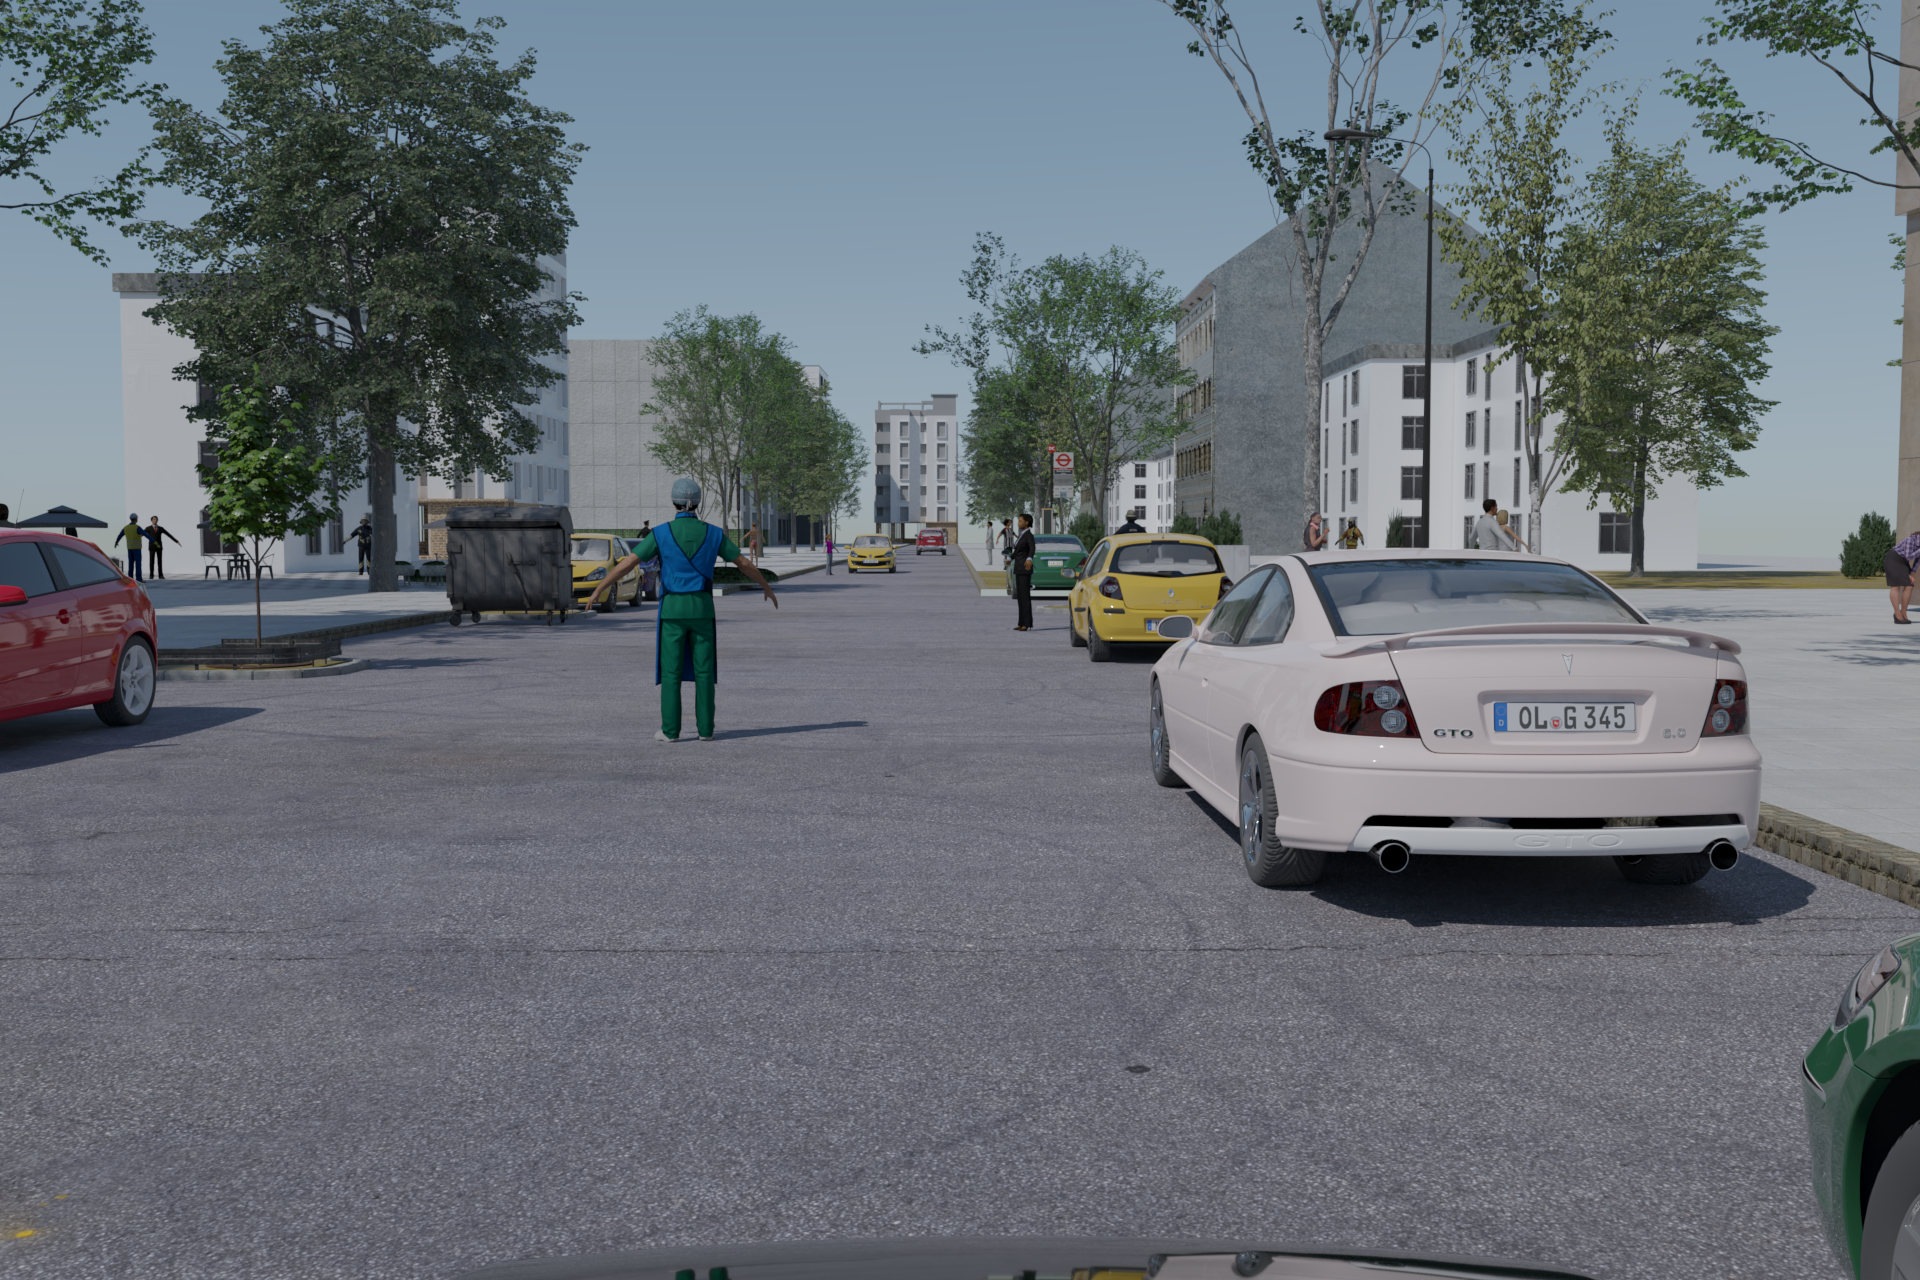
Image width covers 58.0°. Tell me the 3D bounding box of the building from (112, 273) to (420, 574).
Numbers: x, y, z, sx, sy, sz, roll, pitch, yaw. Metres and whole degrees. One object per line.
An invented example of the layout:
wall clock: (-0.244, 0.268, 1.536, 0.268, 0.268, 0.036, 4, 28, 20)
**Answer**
building: (-26.639, -7.810, 69.834, 9.099, 9.664, 28.070, 0, 4, -1)

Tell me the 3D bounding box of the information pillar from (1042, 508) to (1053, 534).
information pillar: (2.508, -2.772, 49.809, 0.304, 2.012, 0.304, 0, 4, -1)

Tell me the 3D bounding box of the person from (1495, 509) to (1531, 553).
person: (10.488, -1.629, 33.251, 0.721, 1.753, 1.214, -2, 4, -26)

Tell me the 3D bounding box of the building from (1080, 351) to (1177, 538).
building: (24.542, -23.196, 210.179, 19.493, 23.208, 18.063, 0, 4, 0)

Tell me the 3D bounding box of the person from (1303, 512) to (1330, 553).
person: (5.911, -1.289, 28.591, 0.415, 1.643, 0.593, -3, 5, -42)

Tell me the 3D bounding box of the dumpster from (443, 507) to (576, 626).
dumpster: (-7.094, -1.169, 27.332, 1.865, 1.857, 1.264, 0, 4, -1)

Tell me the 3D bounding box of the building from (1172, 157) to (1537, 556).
building: (24.125, -17.104, 110.571, 19.493, 23.208, 18.063, 0, 3, 0)

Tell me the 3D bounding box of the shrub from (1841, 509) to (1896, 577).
shrub: (27.443, -2.917, 52.116, 1.690, 2.028, 1.600, 0, 3, 0)

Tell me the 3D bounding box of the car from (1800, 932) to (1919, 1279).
car: (2.288, 0.667, 0.886, 2.131, 1.459, 4.920, 0, 4, -1)

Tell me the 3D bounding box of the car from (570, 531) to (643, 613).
car: (-7.156, -1.383, 32.829, 2.015, 1.641, 3.980, 0, 4, 0)

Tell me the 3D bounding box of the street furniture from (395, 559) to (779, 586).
street furniture: (-9.954, -1.755, 44.322, 10.072, 0.657, 5.734, 1, 4, 14)

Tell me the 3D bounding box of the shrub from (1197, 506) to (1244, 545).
shrub: (7.474, -2.773, 49.374, 1.661, 2.075, 1.752, 0, 3, 0)

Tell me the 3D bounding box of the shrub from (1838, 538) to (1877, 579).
shrub: (25.448, -2.325, 49.131, 1.383, 1.207, 1.383, 0, 3, 0)

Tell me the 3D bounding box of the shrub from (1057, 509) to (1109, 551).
shrub: (3.959, -3.121, 55.075, 1.661, 2.075, 1.752, 0, 3, 0)

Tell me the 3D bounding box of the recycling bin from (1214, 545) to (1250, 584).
recycling bin: (6.092, -1.607, 38.826, 0.722, 1.027, 0.722, 0, 4, 0)

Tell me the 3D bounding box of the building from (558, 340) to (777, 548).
building: (-28.358, -18.772, 173.383, 16.747, 18.905, 31.486, 0, 3, 0)

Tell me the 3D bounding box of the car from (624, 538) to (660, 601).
car: (-7.327, -1.572, 38.281, 1.945, 1.354, 3.894, 0, 4, 0)

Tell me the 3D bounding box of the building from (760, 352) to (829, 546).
building: (-30.951, -22.240, 207.597, 27.936, 21.610, 32.646, 0, 4, 0)

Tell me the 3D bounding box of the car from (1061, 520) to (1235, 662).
car: (2.268, -0.648, 20.822, 2.015, 1.641, 3.980, 0, 4, -1)

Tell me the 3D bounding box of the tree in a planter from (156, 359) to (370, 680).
tree in a planter: (-7.281, -1.264, 17.896, 1.991, 3.239, 1.994, 0, 4, -1)

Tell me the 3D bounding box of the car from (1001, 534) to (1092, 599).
car: (2.021, -1.688, 39.399, 2.131, 1.459, 4.920, 0, 4, -1)

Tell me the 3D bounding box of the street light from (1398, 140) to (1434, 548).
street light: (5.947, -2.904, 20.022, 1.470, 5.913, 1.316, 0, 4, -1)

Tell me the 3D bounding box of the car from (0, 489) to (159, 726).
car: (-7.033, -0.152, 11.524, 2.155, 1.783, 4.494, 0, 4, -1)

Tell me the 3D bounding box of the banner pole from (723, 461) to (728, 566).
banner pole: (-8.089, -4.276, 59.935, 0.401, 3.779, 0.863, 0, 4, 1)

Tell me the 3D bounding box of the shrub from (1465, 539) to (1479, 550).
shrub: (14.036, -2.215, 47.334, 1.383, 1.207, 1.383, 0, 3, 0)

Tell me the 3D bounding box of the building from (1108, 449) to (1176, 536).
building: (21.488, -14.782, 183.830, 9.099, 9.664, 28.070, 0, 4, -1)

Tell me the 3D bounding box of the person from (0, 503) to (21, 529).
person: (-14.326, -1.170, 25.893, 1.215, 1.744, 0.721, -3, 5, -40)

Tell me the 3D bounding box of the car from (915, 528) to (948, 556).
car: (-1.941, -6.638, 117.208, 2.281, 1.827, 5.304, 0, 4, -1)

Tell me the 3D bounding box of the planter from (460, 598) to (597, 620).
planter: (-7.358, -0.534, 29.875, 1.991, 0.319, 1.994, 0, 4, -1)

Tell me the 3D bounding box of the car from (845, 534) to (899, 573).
car: (-3.237, -3.299, 64.169, 2.015, 1.641, 3.980, 0, 4, -1)

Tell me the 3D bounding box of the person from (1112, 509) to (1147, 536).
person: (3.919, -2.081, 39.889, 1.351, 1.845, 0.704, -1, 4, -14)

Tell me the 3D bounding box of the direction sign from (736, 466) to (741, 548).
direction sign: (-7.473, -4.066, 58.474, 0.379, 3.537, 0.876, 0, 4, -1)

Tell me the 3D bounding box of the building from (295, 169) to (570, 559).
building: (-28.264, -14.321, 90.568, 16.016, 20.090, 11.380, 0, 4, 0)

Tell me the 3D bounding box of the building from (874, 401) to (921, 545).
building: (-11.398, -23.138, 237.186, 11.380, 20.090, 16.016, 0, 4, -1)

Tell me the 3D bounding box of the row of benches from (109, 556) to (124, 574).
row of benches: (-25.027, -1.958, 47.472, 4.104, 0.672, 1.422, -1, 4, -15)

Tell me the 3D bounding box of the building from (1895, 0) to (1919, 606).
building: (26.837, -14.963, 10.871, 22.709, 31.103, 35.509, 0, 4, -1)

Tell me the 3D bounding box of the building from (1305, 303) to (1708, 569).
building: (22.559, -8.238, 76.845, 9.099, 9.664, 28.070, 0, 3, 0)

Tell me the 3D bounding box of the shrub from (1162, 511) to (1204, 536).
shrub: (7.079, -3.088, 54.904, 1.690, 2.028, 1.600, 0, 3, 0)

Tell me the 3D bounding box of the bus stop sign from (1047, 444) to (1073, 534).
bus stop sign: (2.945, -3.848, 51.621, 0.855, 3.939, 0.416, 0, 4, -1)

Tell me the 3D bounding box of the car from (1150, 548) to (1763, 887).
car: (2.073, 0.240, 8.437, 2.083, 1.381, 4.827, 0, 4, -1)

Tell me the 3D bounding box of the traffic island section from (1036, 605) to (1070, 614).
traffic island section: (2.416, -0.560, 32.021, 1.991, 0.108, 1.994, 0, 3, 0)
